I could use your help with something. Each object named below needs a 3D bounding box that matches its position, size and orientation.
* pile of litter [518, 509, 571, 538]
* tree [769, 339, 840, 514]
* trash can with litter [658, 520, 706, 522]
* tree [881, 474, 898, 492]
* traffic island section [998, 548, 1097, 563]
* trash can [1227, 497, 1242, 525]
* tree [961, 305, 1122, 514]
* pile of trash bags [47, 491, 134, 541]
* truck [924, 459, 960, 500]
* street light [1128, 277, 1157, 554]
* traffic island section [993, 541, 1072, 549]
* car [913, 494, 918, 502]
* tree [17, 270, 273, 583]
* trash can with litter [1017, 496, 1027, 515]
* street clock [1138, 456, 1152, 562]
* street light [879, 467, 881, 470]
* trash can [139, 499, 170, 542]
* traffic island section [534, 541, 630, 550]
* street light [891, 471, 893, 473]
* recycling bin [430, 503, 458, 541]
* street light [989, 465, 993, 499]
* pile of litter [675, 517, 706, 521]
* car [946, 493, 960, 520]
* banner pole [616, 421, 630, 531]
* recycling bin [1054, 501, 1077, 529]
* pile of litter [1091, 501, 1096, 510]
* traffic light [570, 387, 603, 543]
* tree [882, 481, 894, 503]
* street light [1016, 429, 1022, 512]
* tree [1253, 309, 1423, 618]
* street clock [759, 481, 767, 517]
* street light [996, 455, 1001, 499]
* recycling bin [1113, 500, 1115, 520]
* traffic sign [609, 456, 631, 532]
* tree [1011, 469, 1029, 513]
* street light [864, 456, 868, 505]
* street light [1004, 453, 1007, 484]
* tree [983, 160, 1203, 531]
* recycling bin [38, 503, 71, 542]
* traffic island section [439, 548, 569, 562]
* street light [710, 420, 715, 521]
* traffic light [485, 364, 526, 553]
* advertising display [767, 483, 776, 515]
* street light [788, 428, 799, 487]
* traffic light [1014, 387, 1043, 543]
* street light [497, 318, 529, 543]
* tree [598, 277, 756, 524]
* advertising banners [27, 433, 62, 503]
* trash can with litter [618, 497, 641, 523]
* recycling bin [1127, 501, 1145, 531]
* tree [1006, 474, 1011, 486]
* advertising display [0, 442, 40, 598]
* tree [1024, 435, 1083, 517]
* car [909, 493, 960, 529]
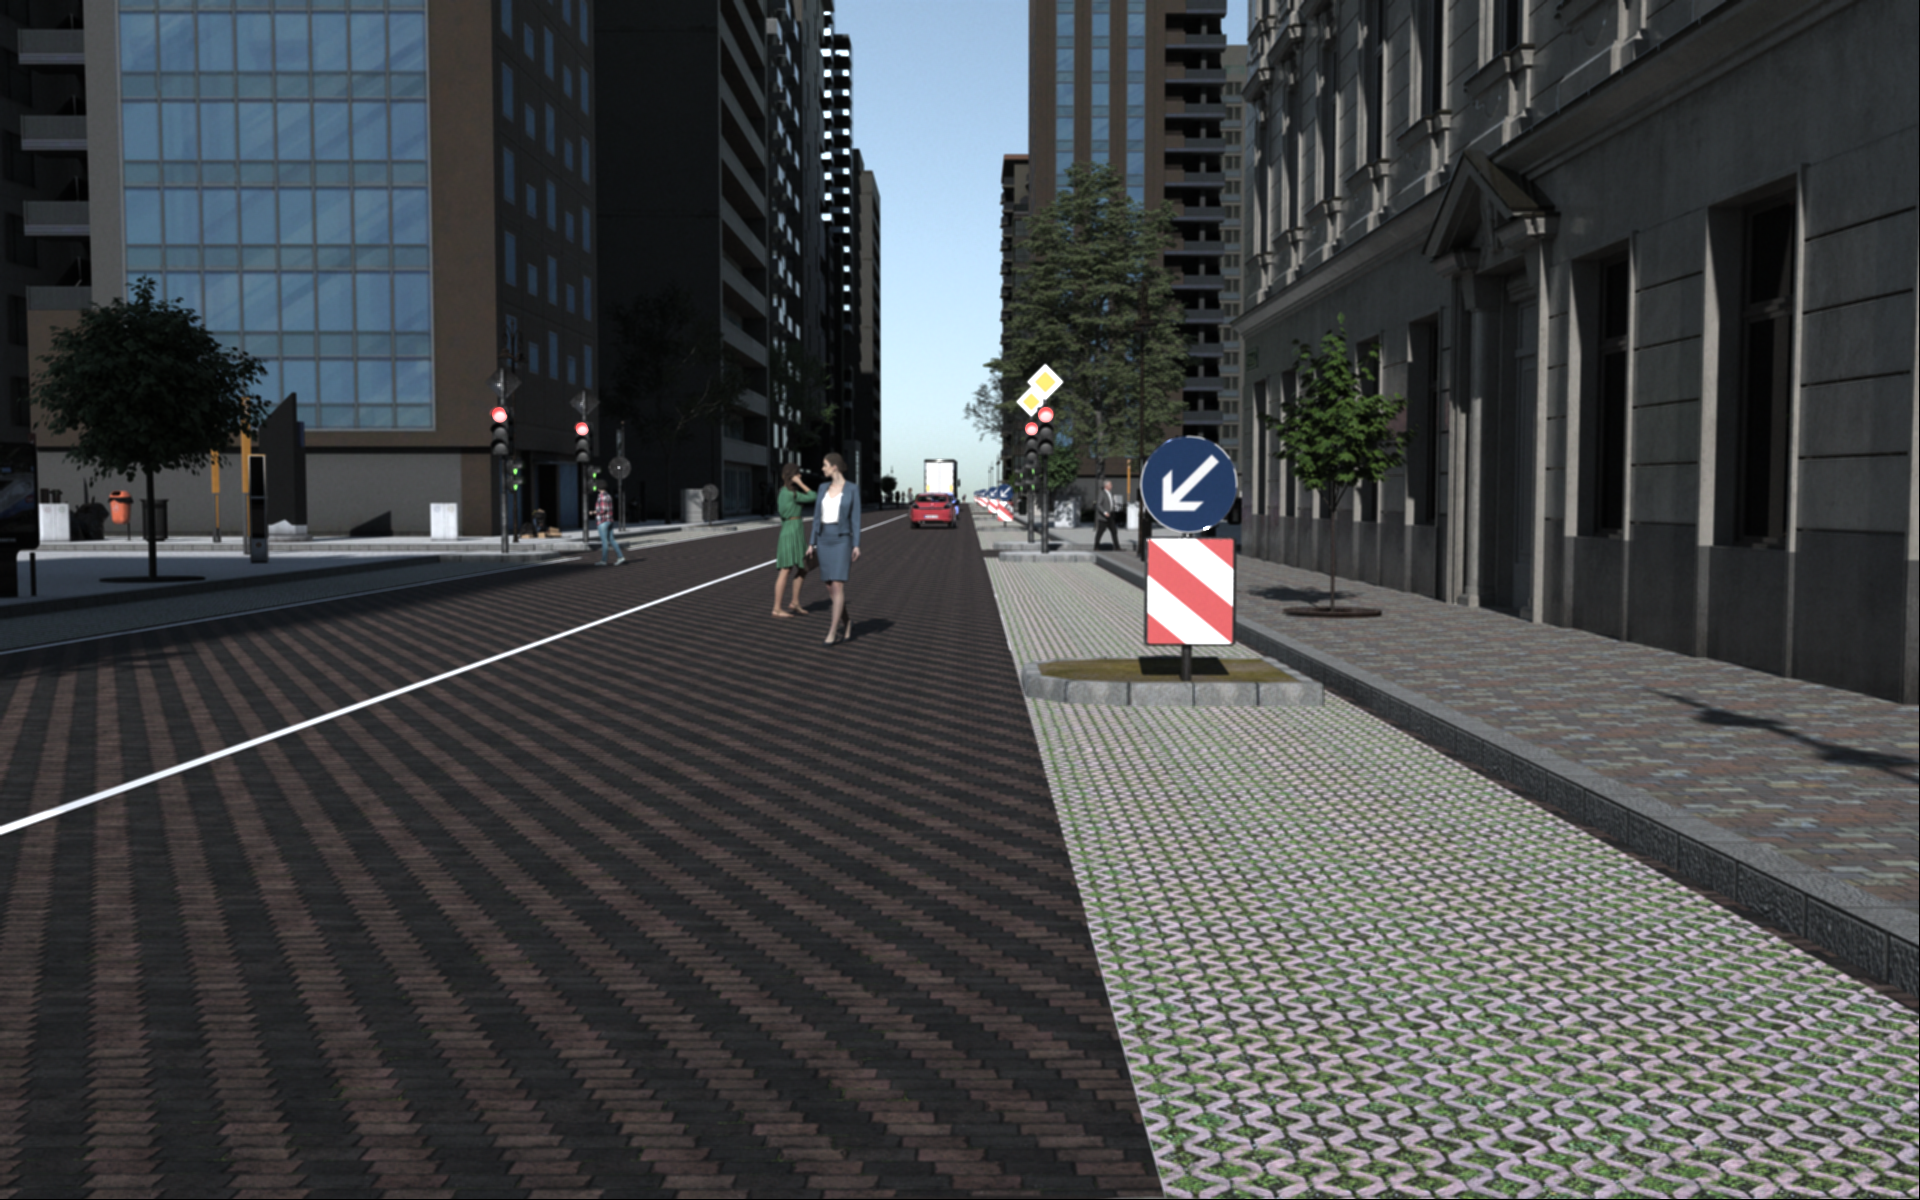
[{"bbox_3d":[-12.197,-2.251,50.762,1.719,0.858,1.176,-2,4,-23],"label":"pile of litter"},{"bbox_3d":[-11.633,-11.395,112.060,9.928,11.665,9.643,0,3,0],"label":"tree"},{"bbox_3d":[-12.775,-4.207,79.847,2.233,1.210,1.678,1,4,10],"label":"trash can with litter"},{"bbox_3d":[-11.500,-17.809,274.887,4.285,4.588,4.351,0,3,0],"label":"tree"},{"bbox_3d":[1.858,-0.932,37.518,2.009,0.180,2.903,0,4,0],"label":"traffic island section"},{"bbox_3d":[11.572,-3.749,72.945,0.748,1.137,0.748,0,3,0],"label":"trash can"},{"bbox_3d":[5.354,-12.204,109.899,12.009,13.543,11.850,0,3,0],"label":"tree"},{"bbox_3d":[-24.358,-2.341,48.028,3.447,1.369,1.912,1,4,18],"label":"pile of trash bags"},{"bbox_3d":[-1.526,-9.603,145.915,2.839,4.237,11.283,0,4,1],"label":"truck"},{"bbox_3d":[3.884,-3.926,36.980,0.468,5.910,1.993,0,4,0],"label":"street light"},{"bbox_3d":[1.886,-1.420,45.503,2.009,0.180,2.903,0,4,0],"label":"traffic island section"},{"bbox_3d":[-4.930,-12.987,221.126,1.959,1.807,4.718,0,4,2],"label":"car"},{"bbox_3d":[-12.098,-2.564,25.642,4.285,4.588,4.351,0,3,0],"label":"tree"},{"bbox_3d":[3.812,-5.811,106.391,0.624,1.170,1.055,0,4,2],"label":"trash can with litter"},{"bbox_3d":[3.557,-1.736,32.948,0.358,2.002,0.471,0,4,2],"label":"street clock"},{"bbox_3d":[-11.219,-16.519,242.868,0.468,5.910,1.993,0,4,0],"label":"street light"},{"bbox_3d":[-21.802,-2.156,46.905,0.748,1.137,0.748,0,3,0],"label":"trash can"},{"bbox_3d":[-9.856,-1.423,45.549,2.009,0.180,2.903,0,4,0],"label":"traffic island section"},{"bbox_3d":[-10.990,-18.783,279.885,0.468,5.910,1.993,0,4,0],"label":"street light"},{"bbox_3d":[-14.235,-2.156,47.804,0.722,1.027,0.722,-1,4,-17],"label":"recycling bin"},{"bbox_3d":[4.762,-18.749,279.327,0.468,5.910,1.993,0,4,0],"label":"street light"},{"bbox_3d":[-13.071,-4.278,83.905,1.176,0.858,1.719,-3,5,-39],"label":"pile of litter"},{"bbox_3d":[-0.952,-5.438,98.508,1.945,1.707,3.694,0,4,-2],"label":"car"},{"bbox_3d":[-11.583,-4.231,59.201,0.401,3.779,0.863,1,4,9],"label":"banner pole"},{"bbox_3d":[3.935,-3.185,64.625,0.722,1.027,0.722,1,4,14],"label":"recycling bin"},{"bbox_3d":[8.996,-5.926,110.848,1.176,0.858,1.719,3,4,37],"label":"pile of litter"},{"bbox_3d":[-9.816,-3.455,45.414,0.839,4.253,0.868,0,4,0],"label":"traffic light"},{"bbox_3d":[-11.220,-16.476,263.988,1.663,3.219,1.824,0,3,0],"label":"tree"},{"bbox_3d":[4.221,-9.184,122.951,0.468,5.910,1.993,0,4,0],"label":"street light"},{"bbox_3d":[3.962,-1.445,18.220,1.663,3.219,1.824,0,3,0],"label":"tree"},{"bbox_3d":[-11.246,-5.763,98.803,0.358,2.002,0.471,2,4,29],"label":"street clock"},{"bbox_3d":[4.462,-14.239,205.590,0.468,5.910,1.993,0,4,0],"label":"street light"},{"bbox_3d":[6.306,-3.809,74.826,0.722,1.027,0.722,0,4,7],"label":"recycling bin"},{"bbox_3d":[-11.502,-3.574,58.545,0.768,2.556,0.104,0,4,4],"label":"traffic sign"},{"bbox_3d":[4.721,-7.629,119.337,1.663,3.219,1.824,0,3,0],"label":"tree"},{"bbox_3d":[-11.173,-14.266,206.038,0.468,5.910,1.993,0,4,0],"label":"street light"},{"bbox_3d":[4.238,-11.437,159.780,0.468,5.910,1.993,0,4,0],"label":"street light"},{"bbox_3d":[4.604,-8.671,59.900,7.486,12.596,7.792,0,3,0],"label":"tree"},{"bbox_3d":[-24.337,-2.073,46.440,0.722,1.027,0.722,-3,5,-40],"label":"recycling bin"},{"bbox_3d":[-9.883,-0.935,37.564,2.009,0.180,2.903,0,4,0],"label":"traffic island section"},{"bbox_3d":[-11.780,-6.710,82.494,0.468,5.910,1.993,0,4,0],"label":"street light"},{"bbox_3d":[-9.843,-2.967,37.429,0.839,4.253,0.868,0,4,0],"label":"traffic light"},{"bbox_3d":[-11.410,-6.096,104.889,0.123,1.923,0.974,-2,4,-33],"label":"advertising display"},{"bbox_3d":[-11.615,-8.962,119.323,0.468,5.910,1.993,0,4,0],"label":"street light"},{"bbox_3d":[1.846,-3.454,45.390,0.839,4.253,0.868,0,4,0],"label":"traffic light"},{"bbox_3d":[-11.756,-4.457,45.665,0.468,5.910,1.993,0,4,0],"label":"street light"},{"bbox_3d":[-12.257,-8.520,73.707,8.767,10.594,7.601,2,4,26],"label":"tree"},{"bbox_3d":[-26.585,-3.311,50.320,0.090,3.025,2.074,0,4,-4],"label":"advertising banners"},{"bbox_3d":[-14.630,-3.989,76.601,1.055,1.170,0.624,2,4,24],"label":"trash can with litter"},{"bbox_3d":[6.282,-2.976,61.210,0.722,1.027,0.722,1,4,10],"label":"recycling bin"},{"bbox_3d":[4.081,-8.605,135.300,1.663,3.219,1.824,0,3,0],"label":"tree"},{"bbox_3d":[-11.875,-0.990,21.399,0.123,1.923,0.974,2,4,29],"label":"advertising display"},{"bbox_3d":[5.250,-6.939,97.171,4.285,4.588,4.351,0,3,0],"label":"tree"},{"bbox_3d":[-1.099,-3.897,72.754,2.155,1.783,4.494,0,4,2],"label":"car"}]
